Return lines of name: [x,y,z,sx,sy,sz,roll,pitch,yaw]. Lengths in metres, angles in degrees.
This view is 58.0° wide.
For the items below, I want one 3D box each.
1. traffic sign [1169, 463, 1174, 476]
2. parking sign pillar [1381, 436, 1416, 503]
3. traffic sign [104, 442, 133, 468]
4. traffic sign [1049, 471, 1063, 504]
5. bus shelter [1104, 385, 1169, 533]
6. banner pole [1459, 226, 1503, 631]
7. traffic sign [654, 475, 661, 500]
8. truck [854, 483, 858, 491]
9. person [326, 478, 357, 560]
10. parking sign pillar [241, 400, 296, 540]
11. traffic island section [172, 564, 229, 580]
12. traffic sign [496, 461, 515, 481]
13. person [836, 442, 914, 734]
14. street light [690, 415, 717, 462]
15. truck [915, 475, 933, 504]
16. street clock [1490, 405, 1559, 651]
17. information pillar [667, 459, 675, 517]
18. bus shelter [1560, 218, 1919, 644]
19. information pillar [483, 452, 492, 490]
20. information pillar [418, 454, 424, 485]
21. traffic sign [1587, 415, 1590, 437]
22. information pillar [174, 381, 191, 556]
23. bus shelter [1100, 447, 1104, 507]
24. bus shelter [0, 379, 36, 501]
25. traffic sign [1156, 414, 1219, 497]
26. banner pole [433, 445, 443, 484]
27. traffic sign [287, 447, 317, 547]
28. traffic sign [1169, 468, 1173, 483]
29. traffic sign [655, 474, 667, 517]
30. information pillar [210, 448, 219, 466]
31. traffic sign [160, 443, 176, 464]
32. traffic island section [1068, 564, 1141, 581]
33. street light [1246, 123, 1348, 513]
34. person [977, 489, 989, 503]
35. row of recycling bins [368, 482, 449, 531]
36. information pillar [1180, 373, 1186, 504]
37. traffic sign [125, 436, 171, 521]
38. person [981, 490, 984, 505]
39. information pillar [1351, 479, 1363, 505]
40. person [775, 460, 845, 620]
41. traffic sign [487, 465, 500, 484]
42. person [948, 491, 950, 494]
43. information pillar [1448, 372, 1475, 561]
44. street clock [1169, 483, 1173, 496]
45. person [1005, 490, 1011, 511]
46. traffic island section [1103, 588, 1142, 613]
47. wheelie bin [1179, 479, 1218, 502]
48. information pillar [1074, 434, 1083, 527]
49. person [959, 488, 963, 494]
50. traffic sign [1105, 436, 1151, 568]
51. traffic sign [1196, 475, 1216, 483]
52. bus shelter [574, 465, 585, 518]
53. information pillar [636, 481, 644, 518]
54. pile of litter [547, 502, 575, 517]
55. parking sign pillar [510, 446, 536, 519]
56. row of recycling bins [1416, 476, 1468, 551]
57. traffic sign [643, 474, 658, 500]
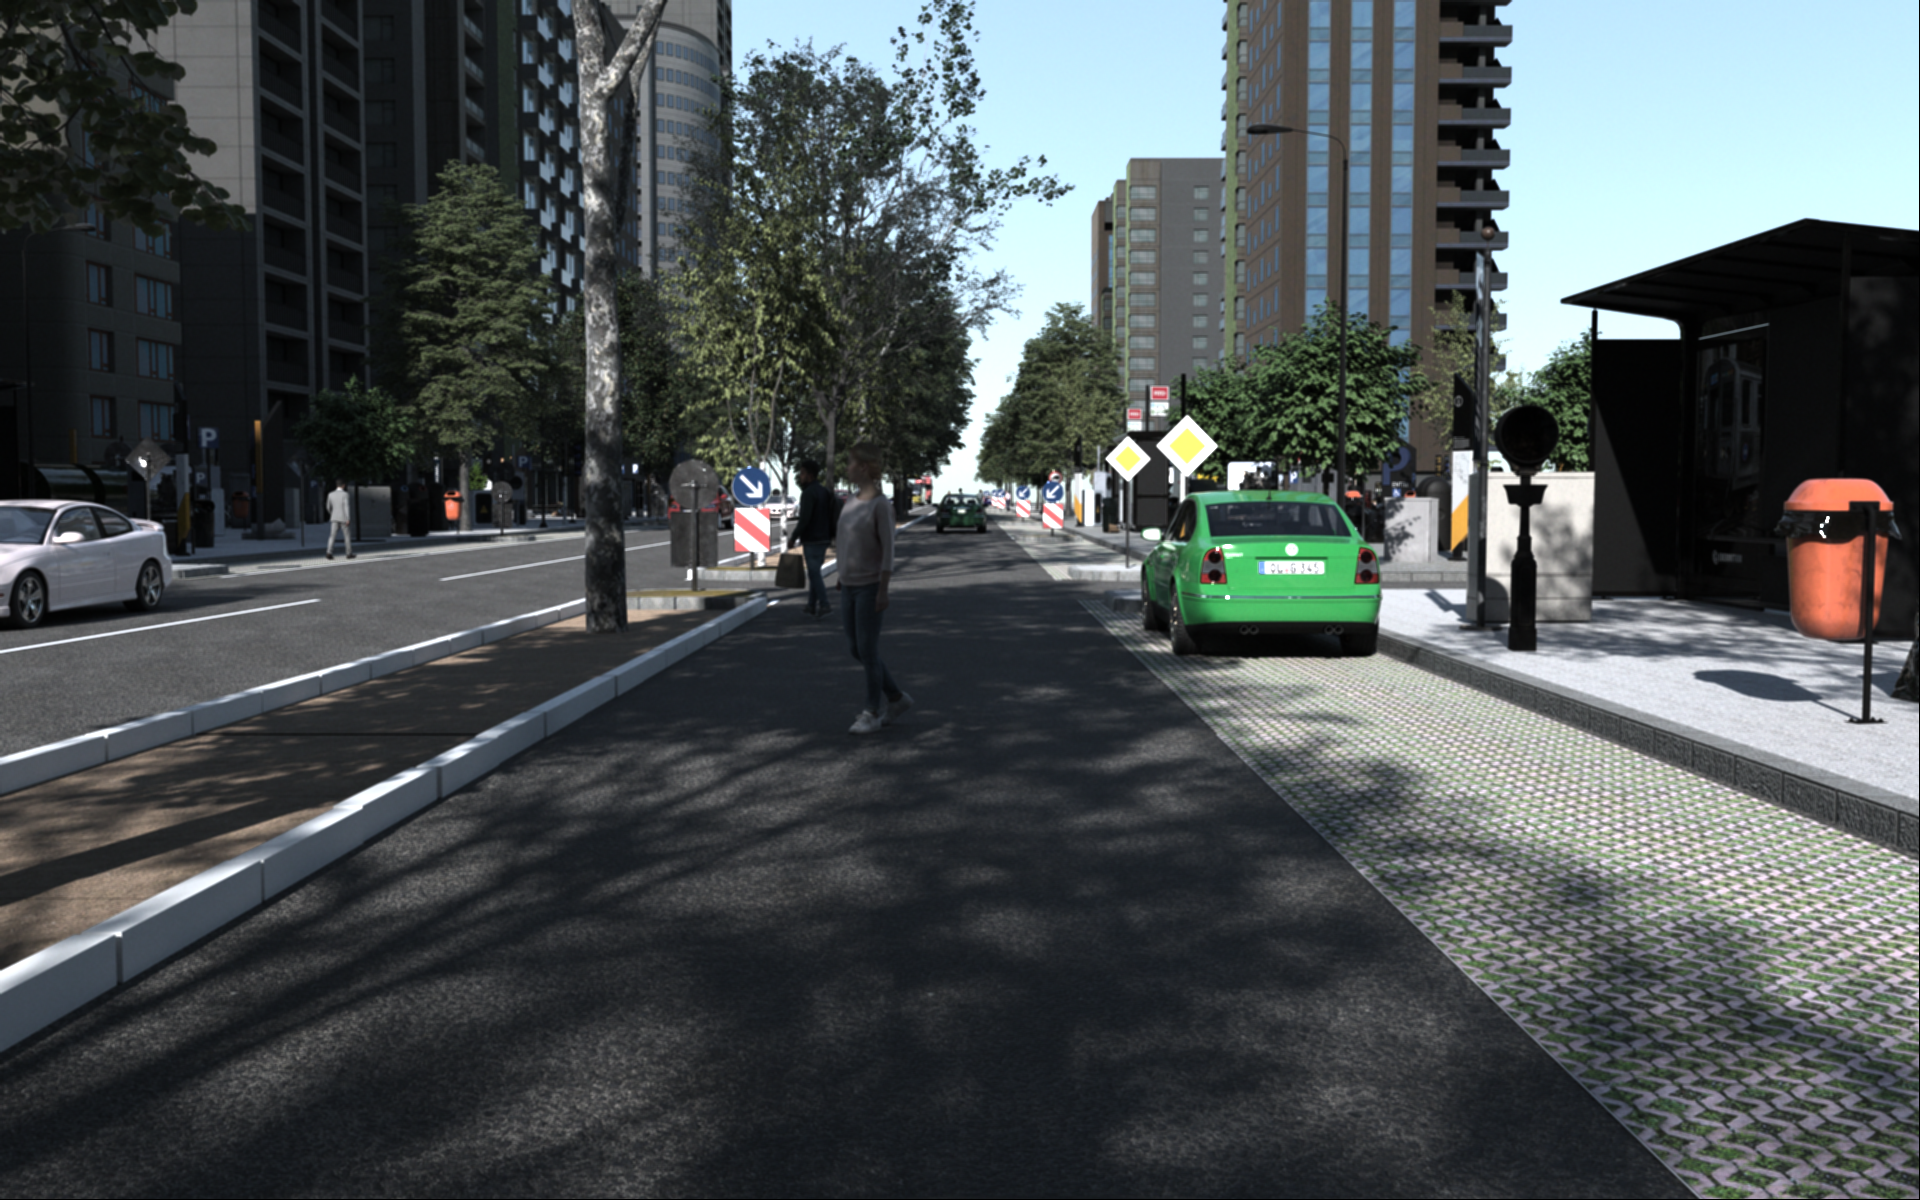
traffic sign: [8.023,-4.151,67.978,0.768,2.556,0.104,0,4,1]
parking sign pillar: [17.700,-4.979,69.885,1.447,3.967,1.447,3,4,36]
traffic sign: [-20.425,-2.567,42.078,0.768,2.556,0.104,0,4,6]
traffic sign: [5.243,-5.810,95.098,0.768,2.556,0.104,0,4,3]
bus shelter: [6.644,-5.137,61.619,2.179,5.291,8.768,0,4,0]
banner pole: [4.841,-1.596,16.110,0.401,3.779,0.863,2,4,26]
traffic sign: [-17.871,-6.299,103.099,0.768,2.556,0.104,0,4,3]
truck: [-10.366,-12.957,201.606,2.967,4.110,18.799,0,4,0]
person: [-13.538,-1.774,37.785,0.678,1.792,0.850,1,4,15]
parking sign pillar: [-19.732,-3.721,49.311,1.447,3.967,1.447,0,4,3]
traffic island section: [-14.073,-0.476,30.057,2.009,0.180,2.903,0,4,0]
traffic sign: [-17.678,-4.116,67.395,0.768,2.556,0.104,0,4,8]
person: [-0.528,-0.083,10.534,0.598,1.740,0.731,-3,5,-43]
street light: [-15.243,-7.888,101.505,1.470,5.913,1.316,0,4,0]
truck: [-5.366,-16.268,254.888,2.839,4.237,11.283,0,4,0]
street clock: [4.619,-0.587,14.171,0.471,2.002,0.358,0,4,6]
information pillar: [-16.061,-6.417,96.265,0.504,3.616,0.183,2,4,35]
bus shelter: [8.072,-1.627,17.892,1.731,3.624,6.357,0,4,0]
information pillar: [-25.884,-6.334,94.922,0.504,3.616,0.183,-1,4,-20]
information pillar: [-28.366,-6.105,91.172,0.504,3.616,0.183,3,5,42]
traffic sign: [8.664,-1.398,22.960,0.768,2.556,0.104,0,4,1]
information pillar: [-16.081,-2.719,35.803,0.183,3.616,0.504,-3,5,-45]
bus shelter: [7.401,-6.161,78.356,2.179,5.291,8.768,0,4,0]
bus shelter: [-20.404,-2.592,33.654,1.731,3.624,6.357,0,3,0]
traffic sign: [2.865,-1.118,21.928,0.795,2.450,0.064,0,4,0]
banner pole: [-25.906,-5.880,86.156,0.863,3.779,0.401,2,4,35]
traffic sign: [-16.010,-2.505,42.143,0.795,2.450,0.064,1,4,9]
traffic sign: [7.928,-3.959,66.862,0.606,2.300,0.079,1,4,8]
traffic sign: [-16.384,-5.804,95.004,0.768,2.556,0.104,0,4,8]
information pillar: [-32.430,-5.130,75.224,0.183,3.616,0.504,3,5,40]
traffic sign: [-19.720,-2.637,43.226,0.768,2.556,0.104,0,4,1]
traffic island section: [2.918,-0.472,29.991,2.009,0.180,2.903,0,4,0]
street light: [4.291,-3.017,21.873,1.470,5.913,1.316,0,4,0]
person: [1.633,-8.023,139.765,1.350,1.814,0.705,0,4,-1]
row of recycling bins: [-19.054,-3.213,59.641,1.069,1.692,3.534,2,4,25]
information pillar: [4.363,-2.599,33.848,0.183,3.616,0.504,1,4,9]
traffic sign: [-14.050,-1.612,29.995,0.795,2.450,0.064,0,4,0]
person: [2.176,-10.374,178.104,0.705,1.826,1.348,-2,4,-24]
information pillar: [13.313,-3.276,58.058,0.304,2.012,0.304,-1,4,-13]
person: [-1.709,-0.691,19.787,0.713,1.824,0.794,3,5,42]
traffic sign: [-20.693,-4.711,77.125,0.768,2.556,0.104,0,4,4]
person: [-1.233,-11.885,202.752,0.705,1.831,1.348,3,5,44]
information pillar: [9.622,-2.558,33.185,0.183,3.616,0.504,-2,4,-28]
street clock: [8.614,-4.130,72.096,0.471,2.002,0.358,-1,4,-20]
person: [3.597,-7.498,132.035,0.436,1.711,0.756,3,5,44]
traffic island section: [2.889,0.017,22.006,2.009,0.180,2.903,0,4,0]
wheelie bin: [5.058,-1.750,36.514,0.980,1.594,0.693,-2,4,-24]
information pillar: [4.654,-4.694,68.094,0.183,3.616,0.504,-2,4,-25]
person: [0.020,-5.743,102.735,0.374,1.781,0.599,1,4,15]
traffic sign: [2.894,-1.607,29.913,0.795,2.450,0.064,0,4,0]
traffic sign: [8.544,-3.696,54.302,2.265,3.308,0.079,0,4,6]
bus shelter: [-19.449,-6.291,94.148,1.731,3.624,6.357,0,4,0]
information pillar: [-17.346,-5.465,93.836,0.304,2.012,0.304,-3,4,-36]
pile of litter: [-22.785,-5.188,98.783,1.719,0.858,1.176,1,4,10]
parking sign pillar: [-23.162,-6.295,91.389,1.447,3.967,1.447,3,4,37]
row of recycling bins: [12.091,-1.953,39.046,3.534,1.692,1.069,1,4,19]
traffic sign: [-18.042,-6.184,101.115,0.884,2.594,0.081,0,4,3]
